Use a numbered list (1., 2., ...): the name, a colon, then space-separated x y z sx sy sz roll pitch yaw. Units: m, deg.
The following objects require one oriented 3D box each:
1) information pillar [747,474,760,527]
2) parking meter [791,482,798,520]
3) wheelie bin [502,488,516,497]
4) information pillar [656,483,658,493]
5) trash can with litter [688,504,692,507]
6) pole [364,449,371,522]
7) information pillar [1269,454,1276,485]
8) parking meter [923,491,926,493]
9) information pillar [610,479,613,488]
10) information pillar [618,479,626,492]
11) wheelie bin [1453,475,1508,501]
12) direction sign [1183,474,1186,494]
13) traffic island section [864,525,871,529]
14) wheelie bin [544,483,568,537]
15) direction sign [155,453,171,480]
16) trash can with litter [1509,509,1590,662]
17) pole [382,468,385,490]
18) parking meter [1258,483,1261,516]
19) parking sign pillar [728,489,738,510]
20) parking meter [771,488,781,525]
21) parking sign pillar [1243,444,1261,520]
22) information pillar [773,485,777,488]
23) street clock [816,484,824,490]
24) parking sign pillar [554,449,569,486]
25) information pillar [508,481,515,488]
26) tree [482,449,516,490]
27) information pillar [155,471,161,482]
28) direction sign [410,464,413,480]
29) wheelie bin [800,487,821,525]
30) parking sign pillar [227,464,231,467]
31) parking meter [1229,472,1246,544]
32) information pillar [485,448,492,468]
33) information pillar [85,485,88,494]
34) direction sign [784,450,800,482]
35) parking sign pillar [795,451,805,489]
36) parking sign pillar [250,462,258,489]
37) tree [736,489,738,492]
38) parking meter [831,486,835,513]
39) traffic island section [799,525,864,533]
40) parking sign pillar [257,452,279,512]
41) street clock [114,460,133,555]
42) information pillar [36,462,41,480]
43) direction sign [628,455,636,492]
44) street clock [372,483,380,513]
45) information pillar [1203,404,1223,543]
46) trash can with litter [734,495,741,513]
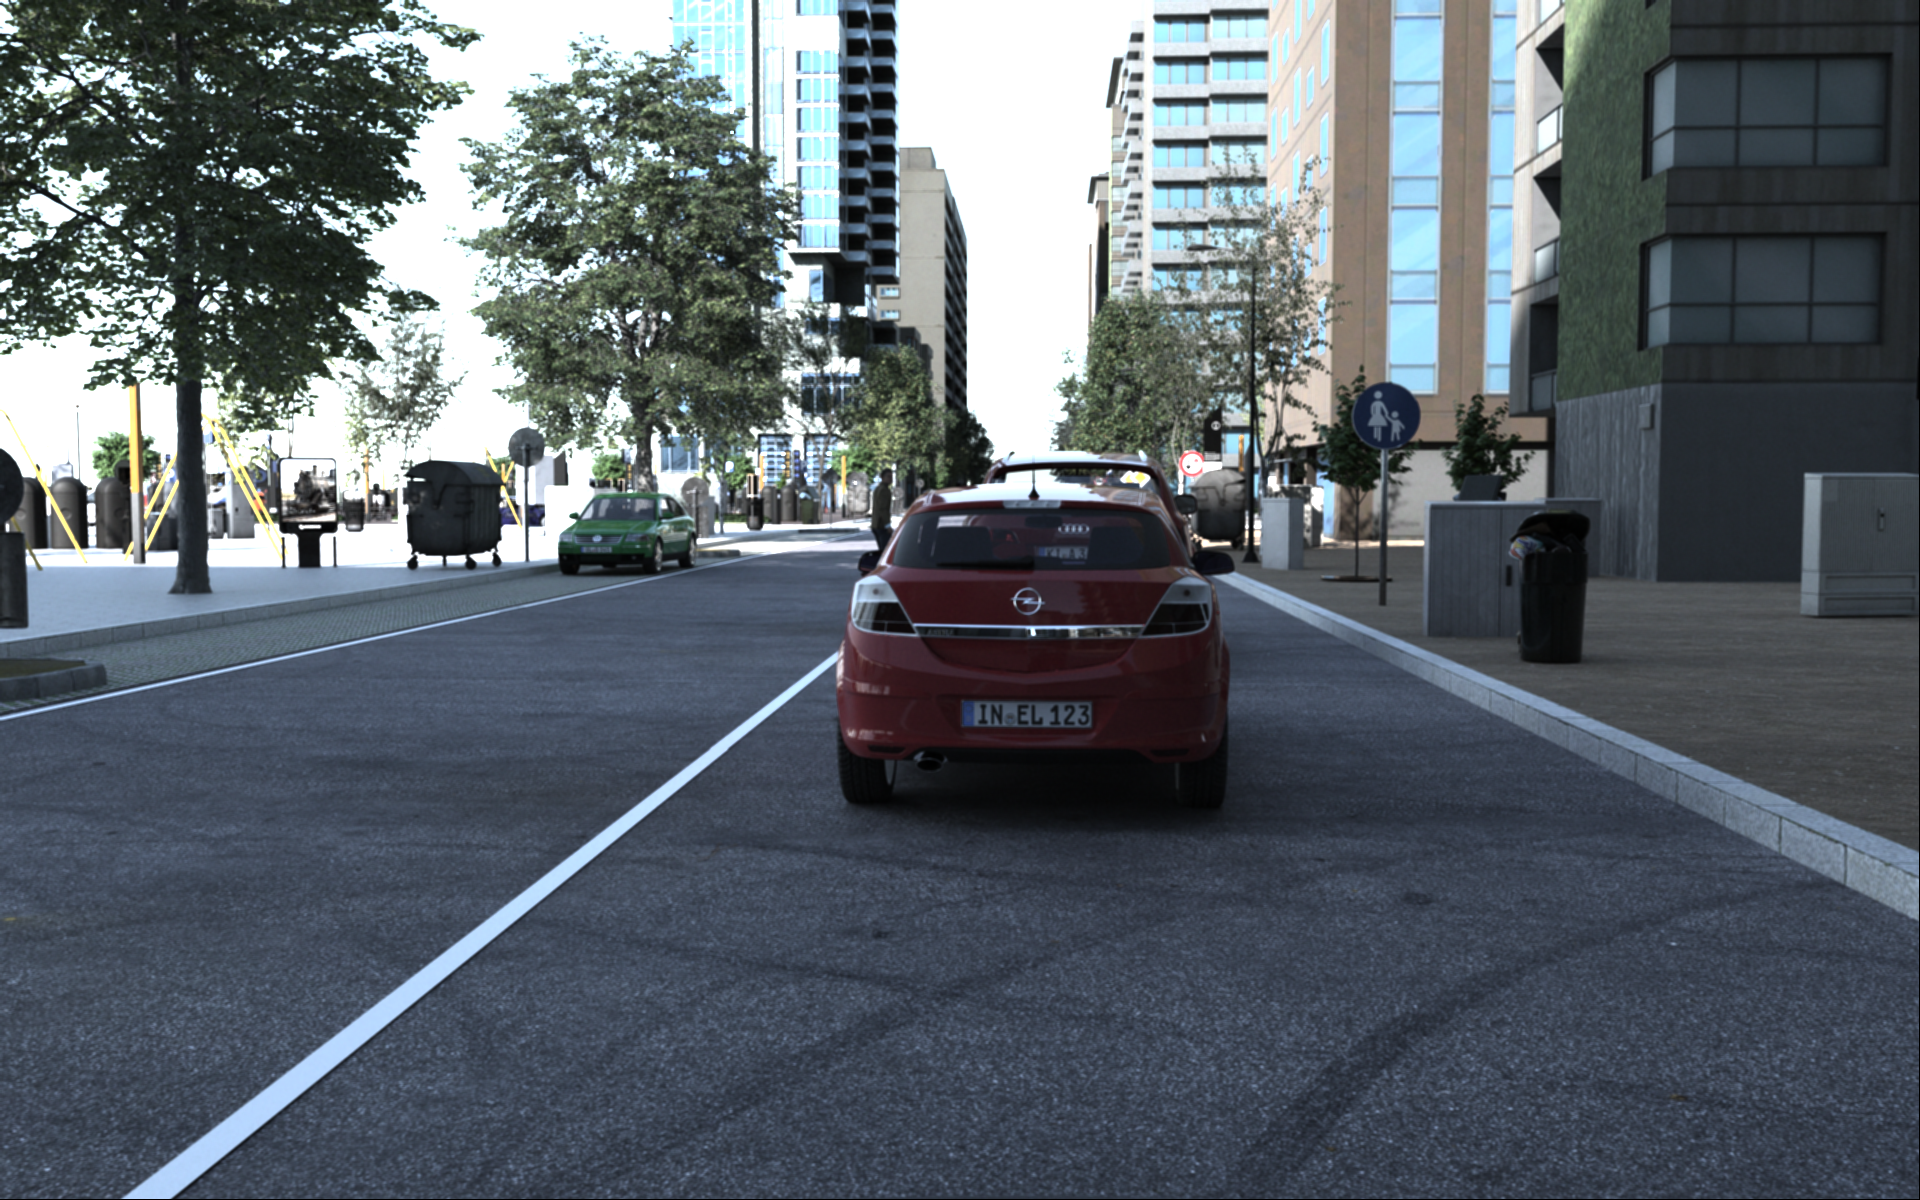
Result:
1. information pillar: -7.659 -3.647 64.115 0.304 2.012 0.304 -3 5 -43
2. parking meter: -8.162 -4.874 85.397 0.255 1.863 0.399 -2 4 -25
3. wheelie bin: -22.832 -4.921 88.359 0.980 1.594 0.693 -1 4 -12
4. information pillar: -19.441 -6.481 110.448 0.304 2.012 0.304 2 4 27
5. trash can with litter: -17.671 -6.178 112.062 1.678 1.210 2.233 0 4 4
6. pole: -27.110 -5.222 79.228 0.158 3.312 0.155 0 3 0
7. information pillar: 15.266 -5.679 84.205 0.504 3.616 0.183 2 4 28
8. parking meter: -3.011 -8.542 148.066 0.372 1.533 0.369 0 3 0
9. information pillar: -16.975 -4.852 83.830 0.304 2.012 0.304 0 4 -7
10. information pillar: -16.442 -4.891 84.456 0.304 2.012 0.304 1 4 17
11. wheelie bin: 8.555 -1.255 28.433 0.980 1.594 0.693 3 5 40
12. direction sign: 18.106 -9.066 140.229 0.379 3.537 0.876 2 4 26
13. traffic island section: -4.453 -3.082 72.677 2.009 0.180 2.903 0 4 3
14. wheelie bin: -11.992 -2.667 51.513 0.980 1.594 0.693 1 4 10
15. direction sign: -44.394 -6.397 96.595 0.876 3.537 0.379 0 4 -1
16. trash can with litter: 4.522 -0.128 13.488 0.624 1.170 1.055 1 4 9
17. pole: -45.866 -8.809 137.873 0.158 3.312 0.155 0 3 0
18. parking meter: 15.649 -5.140 89.745 0.399 1.863 0.255 1 4 16
19. parking sign pillar: -18.949 -9.428 142.615 1.447 3.967 1.447 1 4 11
20. parking meter: -7.639 -3.885 71.928 0.372 1.533 0.369 0 3 0
21. parking sign pillar: 14.121 -5.932 85.459 1.447 3.967 1.447 2 4 25
22. information pillar: -15.404 -8.540 144.114 0.304 2.012 0.304 0 4 1
23. street clock: -9.465 -6.889 117.202 0.471 2.002 0.358 -2 4 -23
24. parking sign pillar: -24.323 -7.112 104.755 1.447 3.967 1.447 1 4 17
25. information pillar: -25.074 -5.647 96.822 0.304 2.012 0.304 -3 5 -43
26. tree: -33.391 -8.701 125.968 4.285 4.588 4.351 0 3 0
27. information pillar: -60.796 -8.562 131.335 0.504 3.616 0.183 1 4 23
28. direction sign: -36.439 -7.528 115.087 0.379 3.537 0.876 0 4 -7
29. wheelie bin: -6.301 -3.955 72.568 0.693 1.594 0.980 2 4 25
30. parking sign pillar: -60.929 -9.607 145.547 1.447 3.967 1.447 -3 4 -36
31. parking meter: 7.179 -2.391 44.807 0.399 1.863 0.255 -2 4 -30
32. information pillar: -23.271 -5.757 85.475 0.504 3.616 0.183 3 5 42
33. information pillar: -69.523 -8.146 137.684 0.304 2.012 0.304 3 5 44
34. direction sign: -8.551 -5.882 88.164 0.876 3.537 0.379 2 4 25
35. parking sign pillar: -10.140 -7.380 109.130 1.447 3.967 1.447 -1 4 -19
36. parking sign pillar: -55.636 -9.123 137.627 1.447 3.967 1.447 -2 4 -27
37. tree: -19.322 -9.186 144.785 1.663 3.219 1.824 0 3 0
38. parking meter: -8.772 -6.960 119.500 0.255 1.863 0.399 -1 4 -16
39. traffic island section: -4.842 -2.595 64.701 2.009 0.180 2.903 0 4 3
40. parking sign pillar: -39.723 -6.886 101.057 1.447 3.967 1.447 1 4 13
41. street clock: -17.592 -1.961 36.628 0.471 2.002 0.358 1 4 14
42. information pillar: -66.717 -8.201 125.435 0.183 3.616 0.504 0 4 5
43. direction sign: -18.808 -6.591 99.756 0.876 3.537 0.379 0 4 -3
44. street clock: -37.381 -6.508 110.970 0.358 2.002 0.471 2 4 25
45. information pillar: 6.627 -3.303 45.362 0.504 3.616 0.183 1 4 19
46. trash can with litter: -13.821 -6.138 111.406 2.233 1.210 1.678 -3 5 -44
